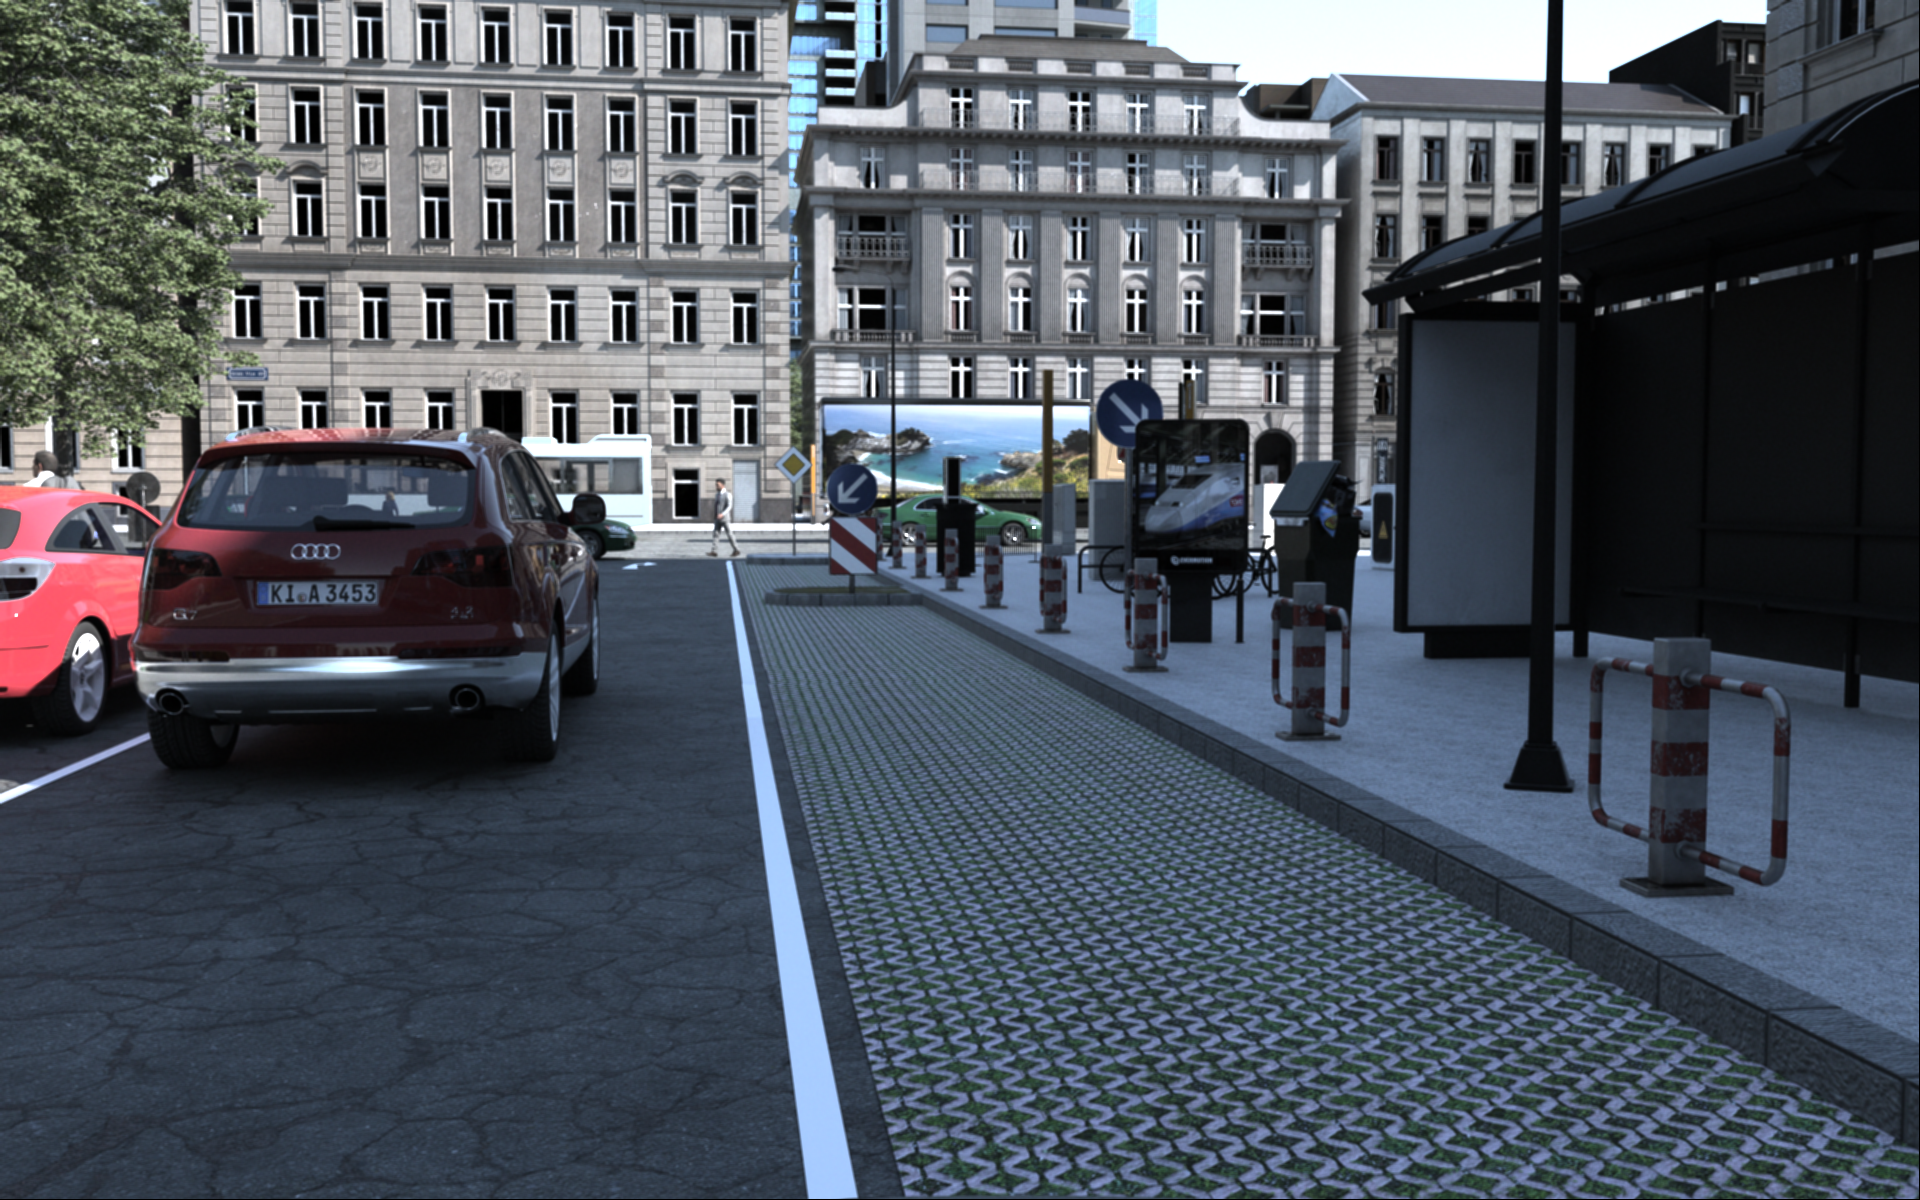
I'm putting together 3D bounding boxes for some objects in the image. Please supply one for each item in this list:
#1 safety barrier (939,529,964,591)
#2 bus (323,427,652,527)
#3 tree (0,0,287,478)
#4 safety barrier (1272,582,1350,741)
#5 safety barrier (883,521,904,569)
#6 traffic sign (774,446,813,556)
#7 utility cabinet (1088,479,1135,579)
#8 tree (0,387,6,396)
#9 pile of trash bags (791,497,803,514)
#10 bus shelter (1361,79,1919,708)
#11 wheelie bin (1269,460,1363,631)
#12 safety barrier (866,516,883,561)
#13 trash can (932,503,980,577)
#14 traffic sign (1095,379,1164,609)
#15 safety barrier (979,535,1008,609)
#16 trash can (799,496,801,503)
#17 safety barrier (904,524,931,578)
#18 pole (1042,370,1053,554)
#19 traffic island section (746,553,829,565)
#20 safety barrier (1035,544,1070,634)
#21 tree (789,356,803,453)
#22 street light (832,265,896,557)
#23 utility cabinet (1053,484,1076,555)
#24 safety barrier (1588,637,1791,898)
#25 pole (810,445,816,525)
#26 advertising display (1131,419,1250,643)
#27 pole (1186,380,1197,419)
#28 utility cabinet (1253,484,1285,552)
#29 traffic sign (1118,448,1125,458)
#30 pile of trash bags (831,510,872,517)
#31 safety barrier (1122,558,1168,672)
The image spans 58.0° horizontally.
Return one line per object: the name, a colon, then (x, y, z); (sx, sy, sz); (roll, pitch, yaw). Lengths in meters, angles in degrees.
safety barrier: (-0.113, -0.529, 22.928); (0.300, 0.817, 1.120); (0, 4, -8)
bus: (-16.291, -3.597, 53.668); (13.247, 3.499, 2.948); (-1, 4, -9)
tree: (-16.323, -6.775, 31.348); (7.486, 12.596, 7.792); (0, 3, 0)
safety barrier: (1.826, 0.319, 9.068); (0.300, 0.817, 1.120); (0, 4, -8)
safety barrier: (-1.080, -0.953, 29.858); (0.300, 0.817, 1.120); (0, 4, -8)
traffic sign: (-3.452, -1.977, 35.969); (0.795, 2.450, 0.064); (0, 4, -8)
utility cabinet: (2.526, -1.051, 25.857); (1.173, 1.500, 0.318); (-1, 4, -13)
tree: (-38.936, -7.136, 67.042); (4.360, 8.622, 3.978); (0, 3, 0)
pile of trash bags: (-11.194, -6.298, 112.730); (3.447, 1.369, 1.912); (1, 4, 22)
bus shelter: (4.525, -1.046, 11.029); (2.014, 3.302, 5.546); (0, 4, -8)
wheelie bin: (3.378, -0.523, 16.460); (0.693, 1.594, 0.980); (-2, 4, -26)
safety barrier: (-1.567, -1.166, 33.334); (0.300, 0.817, 1.120); (0, 4, -8)
trash can: (-0.062, -0.936, 26.962); (0.748, 1.137, 0.748); (0, 3, 0)
traffic sign: (1.875, -1.173, 19.288); (0.768, 2.556, 0.104); (0, 4, -6)
safety barrier: (0.374, -0.317, 19.457); (0.300, 0.817, 1.120); (0, 4, -8)
trash can: (-11.234, -6.897, 124.424); (0.748, 1.137, 0.748); (0, 3, 0)
safety barrier: (-0.598, -0.741, 26.395); (0.300, 0.817, 1.120); (0, 4, -8)
pole: (1.438, -2.120, 28.501); (0.158, 3.312, 0.155); (0, 3, 0)
traffic island section: (-3.429, -0.842, 36.050); (2.009, 0.180, 2.903); (0, 4, -8)
safety barrier: (0.858, -0.105, 15.994); (0.300, 0.817, 1.120); (0, 4, -8)
tree: (-13.964, -13.250, 134.764); (7.486, 12.596, 7.792); (0, 3, 0)
street light: (-1.903, -3.846, 35.420); (1.470, 5.913, 1.316); (0, 4, -8)
utility cabinet: (2.154, -1.716, 36.728); (0.318, 1.500, 1.173); (-1, 4, -11)
safety barrier: (2.318, 0.532, 5.581); (0.300, 0.817, 1.120); (0, 4, -8)
pole: (-6.089, -4.759, 71.653); (0.158, 3.312, 0.155); (0, 3, 0)
advertising display: (1.997, -0.595, 14.946); (0.974, 1.923, 0.123); (0, 4, 7)
pole: (4.138, -2.277, 31.071); (0.158, 3.312, 0.155); (0, 3, 0)
utility cabinet: (6.878, -1.784, 37.849); (1.173, 1.500, 0.318); (-3, 5, -42)
traffic sign: (2.755, -1.561, 25.522); (0.884, 2.594, 0.081); (0, 4, -8)
pile of trash bags: (-4.001, -3.407, 65.449); (1.912, 1.369, 3.447); (-2, 4, -25)
safety barrier: (1.344, 0.107, 12.530); (0.300, 0.817, 1.120); (0, 4, -8)
